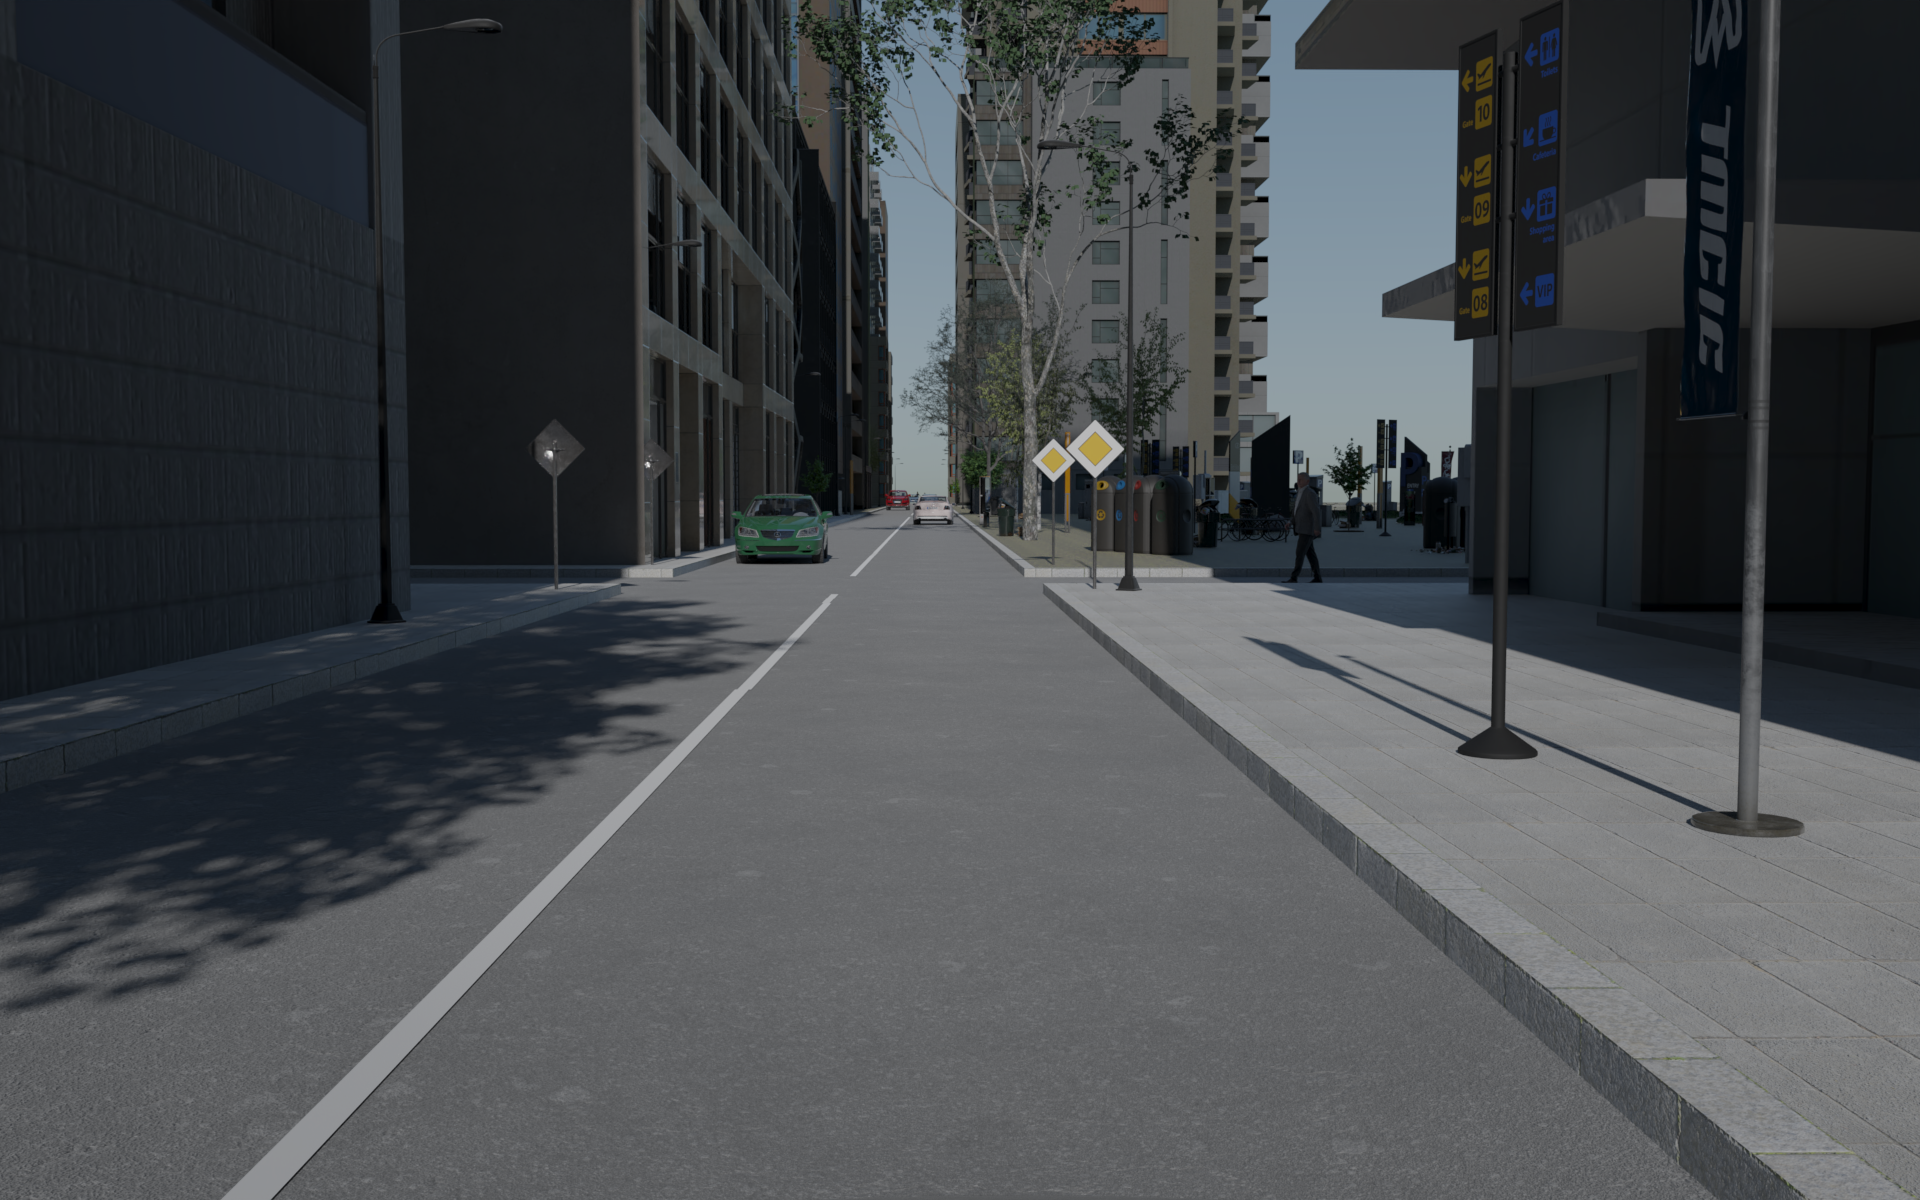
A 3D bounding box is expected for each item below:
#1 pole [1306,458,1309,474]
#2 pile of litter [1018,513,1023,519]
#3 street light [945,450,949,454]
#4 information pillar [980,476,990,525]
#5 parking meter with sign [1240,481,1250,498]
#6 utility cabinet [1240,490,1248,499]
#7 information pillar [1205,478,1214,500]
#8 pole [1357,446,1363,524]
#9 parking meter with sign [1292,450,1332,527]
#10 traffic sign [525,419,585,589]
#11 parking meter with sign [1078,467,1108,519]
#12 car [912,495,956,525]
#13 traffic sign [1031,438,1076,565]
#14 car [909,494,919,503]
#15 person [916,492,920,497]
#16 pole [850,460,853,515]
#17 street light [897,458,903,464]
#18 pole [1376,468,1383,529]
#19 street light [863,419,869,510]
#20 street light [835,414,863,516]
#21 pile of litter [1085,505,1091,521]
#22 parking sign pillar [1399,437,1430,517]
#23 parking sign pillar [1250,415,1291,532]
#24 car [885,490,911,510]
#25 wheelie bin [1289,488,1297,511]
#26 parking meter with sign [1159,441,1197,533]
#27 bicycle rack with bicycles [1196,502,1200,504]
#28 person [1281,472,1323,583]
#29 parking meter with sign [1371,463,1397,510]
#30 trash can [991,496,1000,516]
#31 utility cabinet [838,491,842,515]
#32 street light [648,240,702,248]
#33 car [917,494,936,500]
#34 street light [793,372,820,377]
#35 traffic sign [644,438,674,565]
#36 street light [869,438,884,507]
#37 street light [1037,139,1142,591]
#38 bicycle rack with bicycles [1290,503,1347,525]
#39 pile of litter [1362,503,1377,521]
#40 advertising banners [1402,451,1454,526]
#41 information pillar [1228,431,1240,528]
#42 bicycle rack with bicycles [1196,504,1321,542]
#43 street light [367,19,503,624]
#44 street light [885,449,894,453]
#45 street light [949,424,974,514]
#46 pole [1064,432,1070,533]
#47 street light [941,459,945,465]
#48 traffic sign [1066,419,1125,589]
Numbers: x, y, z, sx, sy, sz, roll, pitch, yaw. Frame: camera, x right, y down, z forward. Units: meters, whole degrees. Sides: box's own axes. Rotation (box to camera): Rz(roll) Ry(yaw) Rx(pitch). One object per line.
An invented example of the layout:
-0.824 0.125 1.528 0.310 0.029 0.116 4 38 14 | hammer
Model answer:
19.368 -6.283 96.577 0.158 3.312 0.155 0 3 0 | pole
3.343 -4.605 89.255 1.719 0.858 1.176 -2 4 -34 | pile of litter
-0.292 -10.742 148.174 1.470 5.913 1.316 0 4 -1 | street light
1.017 -4.081 71.224 0.304 2.012 0.304 -3 5 -40 | information pillar
17.139 -6.564 103.580 1.738 3.016 0.543 -2 4 -29 | parking meter with sign
15.729 -5.478 98.237 1.173 1.500 0.318 -1 4 -11 | utility cabinet
11.124 -4.446 77.180 0.304 2.012 0.304 -3 5 -39 | information pillar
16.975 -4.874 73.533 0.158 3.312 0.155 0 3 0 | pole
13.917 -4.401 68.221 0.543 3.016 1.738 -3 4 -36 | parking meter with sign
-5.428 -1.199 23.242 0.795 2.450 0.064 0 4 -1 | traffic sign
6.766 -5.656 88.742 0.543 3.016 1.738 -3 5 -41 | parking meter with sign
-1.245 -4.253 81.891 2.083 1.381 4.827 0 4 0 | car
1.687 -1.693 31.322 0.795 2.450 0.064 0 4 -1 | traffic sign
-7.118 -15.209 260.668 2.014 1.417 4.499 0 4 -2 | car
-6.500 -15.634 264.133 1.348 1.822 0.705 -2 4 -35 | person
-6.572 -6.794 104.922 0.158 3.312 0.155 0 3 0 | pole
-8.493 -15.469 225.458 1.470 5.913 1.316 0 4 -1 | street light
15.579 -4.306 64.244 0.158 3.312 0.155 0 3 0 | pole
-6.559 -8.260 107.594 1.470 5.913 1.316 0 4 -1 | street light
-6.572 -7.828 100.526 1.470 5.913 1.316 0 4 -1 | street light
6.678 -4.234 83.198 1.176 0.858 1.719 -1 4 -17 | pile of litter
21.107 -5.636 80.614 1.447 3.967 1.447 -2 4 -34 | parking sign pillar
10.579 -4.320 59.102 1.447 3.967 1.447 0 4 3 | parking sign pillar
-5.466 -8.835 153.117 2.281 1.827 5.304 0 4 0 | car
16.689 -4.864 87.431 0.980 1.594 0.693 -2 4 -25 | wheelie bin
6.888 -3.709 56.904 1.738 3.016 0.543 1 4 14 | parking meter with sign
13.288 -5.087 96.546 2.925 0.926 2.852 0 4 -7 | bicycle rack with bicycles
5.320 -1.110 27.042 0.834 1.777 0.661 -1 4 -22 | person
24.043 -6.223 98.012 0.543 3.016 1.738 -2 4 -30 | parking meter with sign
2.006 -5.595 103.124 0.748 1.137 0.748 0 3 0 | trash can
-7.490 -5.880 104.819 0.318 1.500 1.173 -2 4 -26 | utility cabinet
-5.406 -3.624 31.789 1.470 5.913 1.316 0 4 -1 | street light
-2.415 -7.848 138.101 2.009 1.686 4.222 0 4 -1 | car
-6.028 -5.730 66.219 1.470 5.913 1.316 0 4 -1 | street light
-5.557 -1.687 31.226 0.795 2.450 0.064 0 4 -1 | traffic sign
-7.233 -10.417 142.854 1.470 5.913 1.316 0 4 -1 | street light
1.706 -3.078 22.872 1.470 5.913 1.316 0 4 -1 | street light
14.901 -3.578 71.879 2.852 0.926 2.925 -1 4 -14 | bicycle rack with bicycles
19.349 -4.201 82.650 1.719 0.858 1.176 0 4 0 | pile of litter
18.998 -4.532 70.293 2.074 3.025 0.090 0 4 2 | advertising banners
10.128 -4.435 63.872 0.504 3.616 0.183 -2 4 -31 | information pillar
8.127 -2.071 47.243 2.925 0.926 2.852 2 4 26 | bicycle rack with bicycles
-5.177 -2.725 17.099 1.470 5.913 1.316 0 4 -1 | street light
-7.746 -12.536 177.496 1.470 5.913 1.316 0 4 -1 | street light
0.200 -8.644 113.867 1.470 5.913 1.316 0 4 -1 | street light
3.540 -3.870 57.114 0.158 3.312 0.155 0 3 0 | pole
-0.981 -12.856 182.735 1.470 5.913 1.316 0 4 -1 | street light
1.815 -1.205 23.338 0.795 2.450 0.064 0 4 -1 | traffic sign
